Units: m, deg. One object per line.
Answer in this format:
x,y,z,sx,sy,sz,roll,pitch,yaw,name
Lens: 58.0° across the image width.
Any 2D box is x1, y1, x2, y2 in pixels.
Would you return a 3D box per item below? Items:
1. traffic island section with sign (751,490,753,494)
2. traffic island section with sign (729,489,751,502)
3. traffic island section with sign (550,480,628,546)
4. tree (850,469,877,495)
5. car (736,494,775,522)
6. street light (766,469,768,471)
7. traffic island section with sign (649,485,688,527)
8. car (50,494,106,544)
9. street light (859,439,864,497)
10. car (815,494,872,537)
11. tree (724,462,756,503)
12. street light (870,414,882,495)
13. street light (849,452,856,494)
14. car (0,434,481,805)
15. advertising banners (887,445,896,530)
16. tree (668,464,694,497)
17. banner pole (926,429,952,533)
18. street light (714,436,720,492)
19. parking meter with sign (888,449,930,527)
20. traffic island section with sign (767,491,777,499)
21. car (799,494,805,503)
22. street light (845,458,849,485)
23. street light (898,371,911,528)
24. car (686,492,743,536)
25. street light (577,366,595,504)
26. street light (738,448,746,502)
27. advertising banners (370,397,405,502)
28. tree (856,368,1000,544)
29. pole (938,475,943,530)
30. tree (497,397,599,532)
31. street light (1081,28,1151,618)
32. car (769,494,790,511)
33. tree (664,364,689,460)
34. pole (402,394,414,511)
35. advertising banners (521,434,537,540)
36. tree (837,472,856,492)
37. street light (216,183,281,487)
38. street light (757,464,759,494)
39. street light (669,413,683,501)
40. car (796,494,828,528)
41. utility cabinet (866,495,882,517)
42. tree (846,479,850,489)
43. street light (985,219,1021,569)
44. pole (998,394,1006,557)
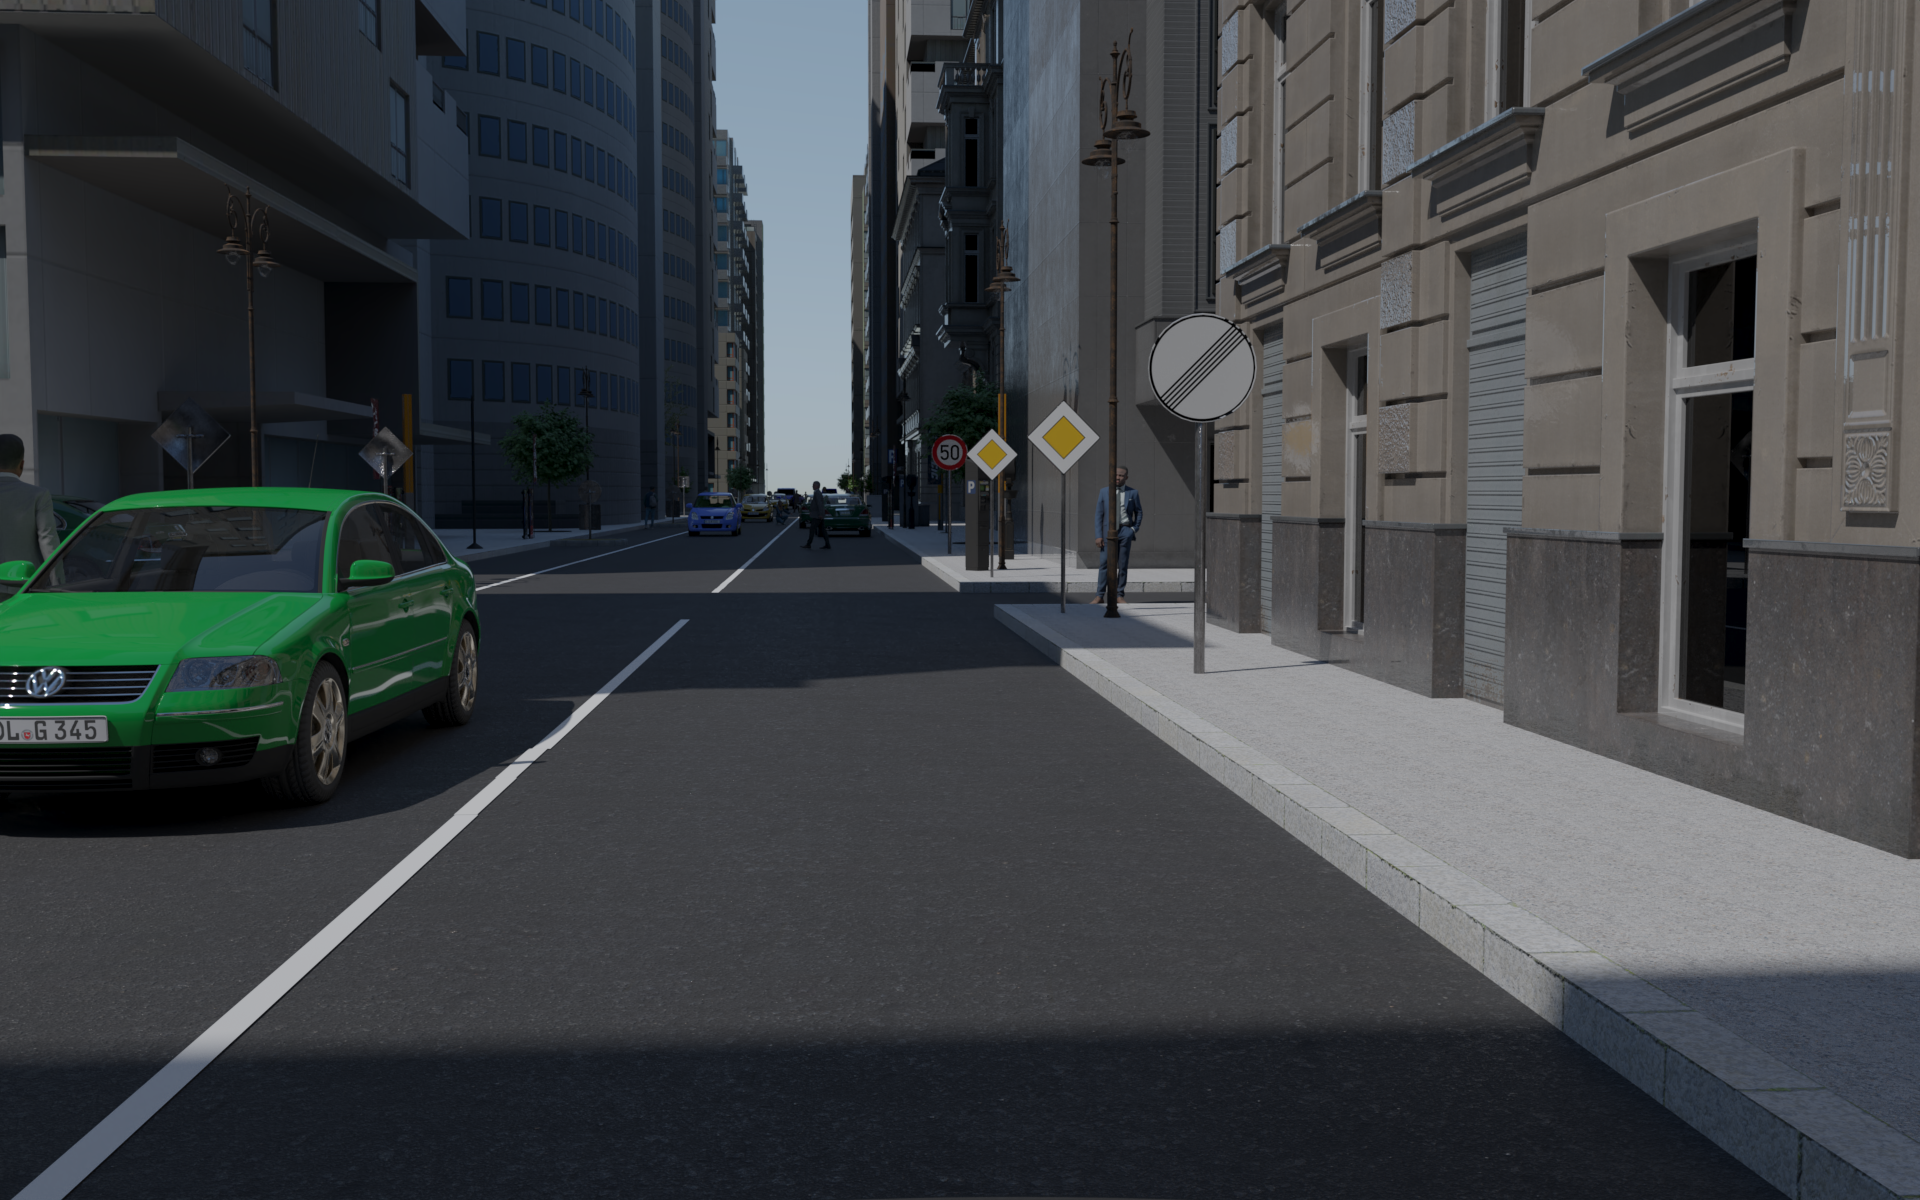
-18.466,-8.806,152.602,1.989,1.847,2.006,0,4,-4,traffic island section with sign
-16.335,-7.138,125.337,1.989,1.847,2.006,0,4,-4,traffic island section with sign
-10.380,-2.445,48.605,1.989,1.847,2.006,0,4,-4,traffic island section with sign
-6.415,-7.879,123.431,1.663,3.219,1.824,0,3,0,tree
-10.497,-4.810,88.873,2.015,1.641,3.980,0,4,-4,car
-28.639,-17.383,256.993,0.468,5.910,1.993,0,4,-4,street light
-12.466,-4.089,75.480,1.989,1.847,2.006,0,4,-4,traffic island section with sign
-12.281,-0.617,21.884,4.920,1.459,2.131,0,4,-5,car
-8.086,-10.346,141.947,0.468,5.910,1.993,0,4,-4,street light
-4.047,-2.920,59.535,2.131,1.459,4.920,0,4,-6,car
-22.534,-11.862,177.656,4.285,4.588,4.351,0,3,0,tree
-4.793,-7.819,100.633,0.468,5.910,1.993,0,4,-4,street light
-11.569,-13.183,188.321,0.468,5.910,1.993,0,4,-4,street light
-3.868,-0.034,9.348,1.959,1.807,4.718,0,4,-3,car
-2.476,-4.070,62.734,0.090,3.025,2.074,-1,4,-9,advertising banners
-17.425,-7.023,109.427,1.663,3.219,1.824,0,3,0,tree
-0.677,-4.077,56.674,0.863,3.779,0.401,1,4,9,banner pole
-19.364,-10.132,138.447,0.468,5.910,1.993,0,4,-4,street light
-1.971,-4.381,67.882,1.738,3.016,0.543,-3,5,-40,parking meter with sign
-24.816,-13.806,234.350,1.989,1.847,2.006,0,4,-4,traffic island section with sign
-22.783,-14.212,244.364,2.014,1.417,4.499,0,4,-4,car
-14.391,-15.356,223.852,0.468,5.910,1.993,0,4,-4,street light
-2.080,-5.646,65.093,0.468,5.910,1.993,0,4,-4,street light
-8.472,-3.079,59.925,1.945,1.707,3.694,0,4,-5,car
-13.437,-5.484,62.449,0.468,5.910,1.993,0,4,-4,street light
-22.024,-12.306,173.991,0.468,5.910,1.993,0,4,-4,street light
-10.709,-2.215,32.401,0.090,3.025,2.074,0,4,-3,advertising banners
0.448,-3.730,44.705,4.285,4.588,4.351,0,3,0,tree
-0.686,-4.106,60.981,0.158,3.312,0.155,0,3,0,pole
-13.969,-4.591,58.784,4.285,4.588,4.351,0,3,0,tree
1.581,-2.755,17.830,0.468,5.910,1.993,0,4,-4,street light
-15.429,-8.373,147.119,2.015,1.641,3.980,0,4,-4,car
-16.660,-8.779,93.894,4.360,8.622,3.978,0,3,0,tree
-11.293,-2.545,35.449,0.158,3.312,0.155,0,3,0,pole
-12.341,-3.274,49.715,0.090,3.025,2.074,0,4,-2,advertising banners
-14.719,-14.997,228.915,4.285,4.588,4.351,0,3,0,tree
-10.684,-3.265,26.170,0.468,5.910,1.993,0,4,-4,street light
-25.718,-15.162,220.684,0.468,5.910,1.993,0,4,-4,street light
-16.286,-7.699,98.669,0.468,5.910,1.993,0,4,-4,street light
-5.944,-3.808,74.063,2.131,1.459,4.920,0,4,-4,car
-4.638,-5.153,95.405,1.020,1.237,0.306,0,4,-3,utility cabinet
-12.445,-12.430,197.837,1.663,3.219,1.824,0,3,0,tree
0.717,-3.464,29.421,0.468,5.910,1.993,0,4,-4,street light
0.860,-2.541,35.394,0.158,3.312,0.155,0,3,0,pole
